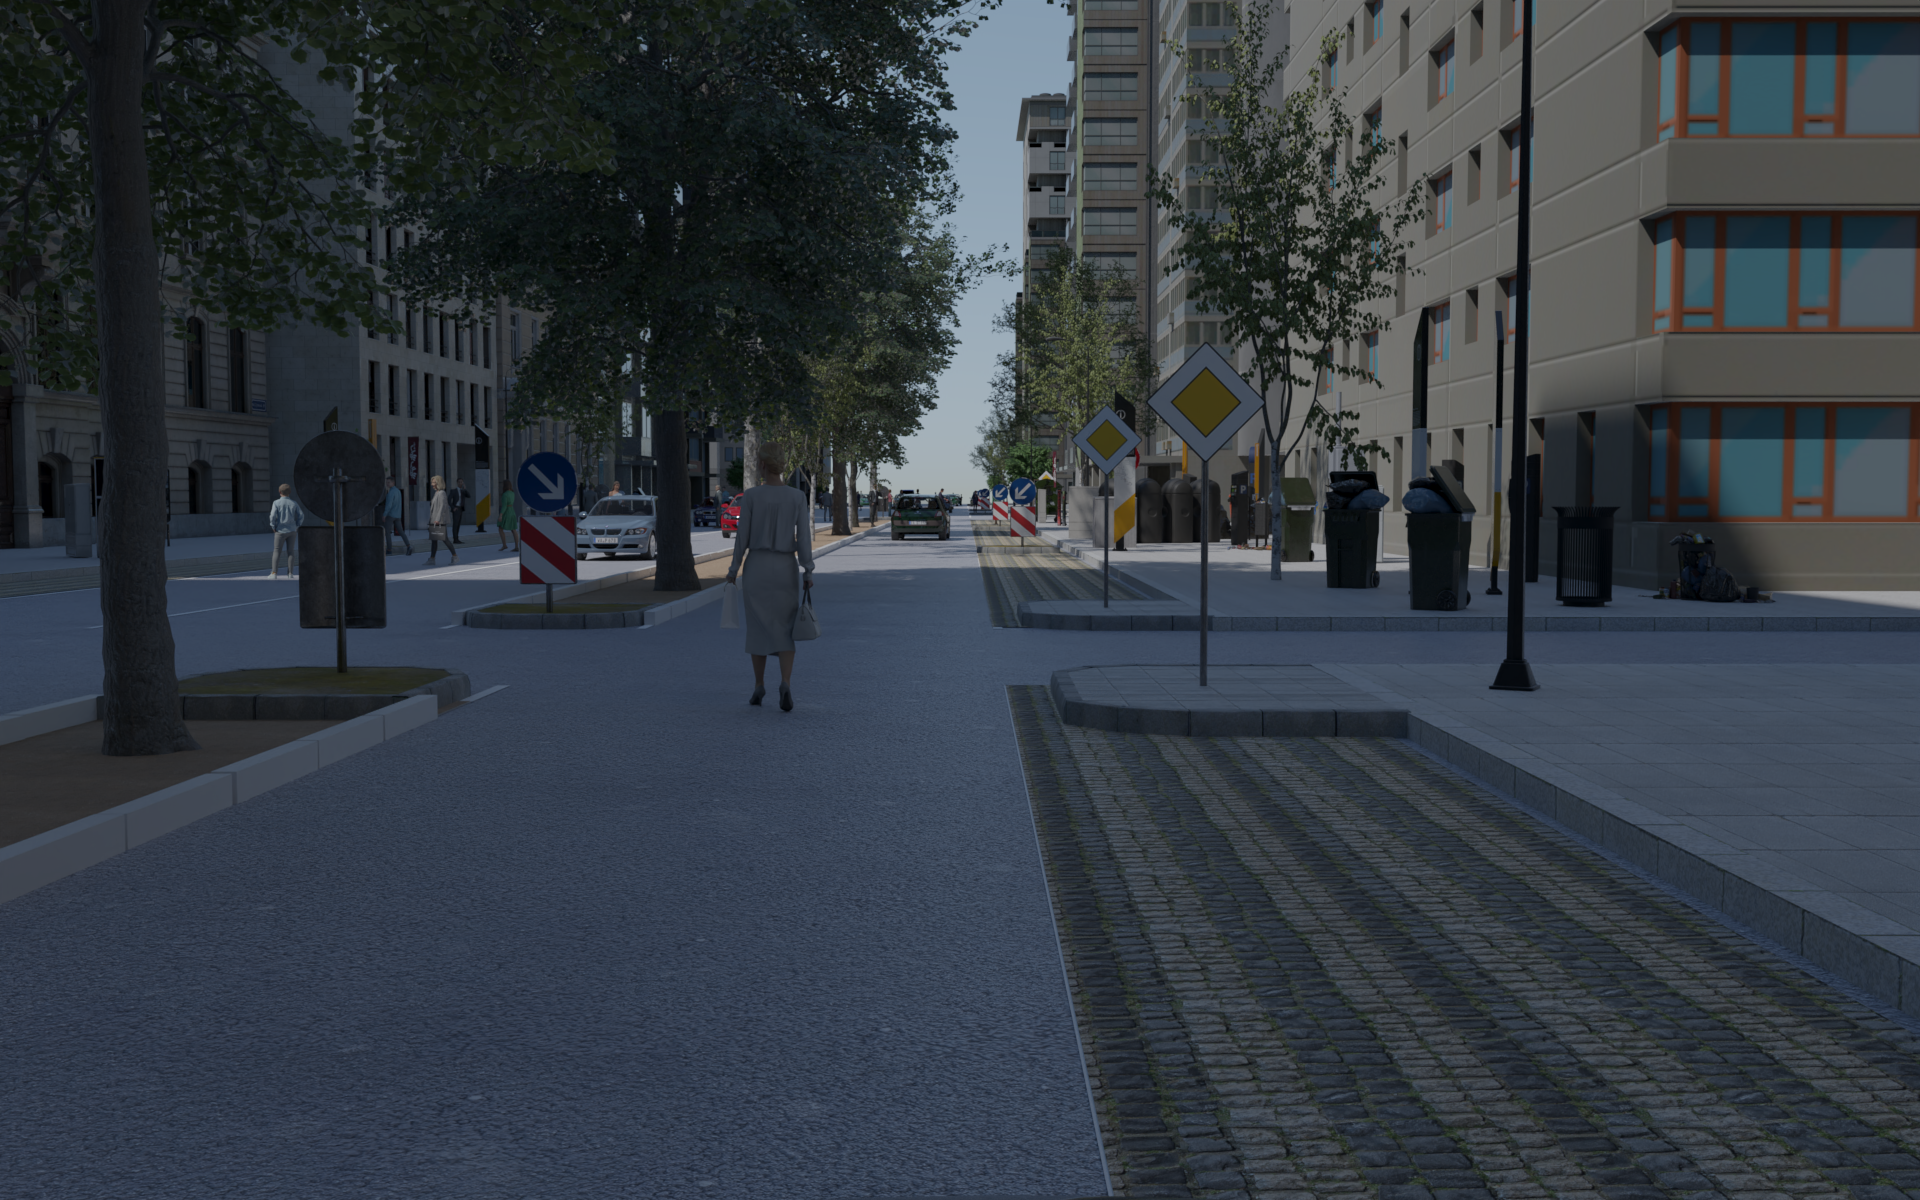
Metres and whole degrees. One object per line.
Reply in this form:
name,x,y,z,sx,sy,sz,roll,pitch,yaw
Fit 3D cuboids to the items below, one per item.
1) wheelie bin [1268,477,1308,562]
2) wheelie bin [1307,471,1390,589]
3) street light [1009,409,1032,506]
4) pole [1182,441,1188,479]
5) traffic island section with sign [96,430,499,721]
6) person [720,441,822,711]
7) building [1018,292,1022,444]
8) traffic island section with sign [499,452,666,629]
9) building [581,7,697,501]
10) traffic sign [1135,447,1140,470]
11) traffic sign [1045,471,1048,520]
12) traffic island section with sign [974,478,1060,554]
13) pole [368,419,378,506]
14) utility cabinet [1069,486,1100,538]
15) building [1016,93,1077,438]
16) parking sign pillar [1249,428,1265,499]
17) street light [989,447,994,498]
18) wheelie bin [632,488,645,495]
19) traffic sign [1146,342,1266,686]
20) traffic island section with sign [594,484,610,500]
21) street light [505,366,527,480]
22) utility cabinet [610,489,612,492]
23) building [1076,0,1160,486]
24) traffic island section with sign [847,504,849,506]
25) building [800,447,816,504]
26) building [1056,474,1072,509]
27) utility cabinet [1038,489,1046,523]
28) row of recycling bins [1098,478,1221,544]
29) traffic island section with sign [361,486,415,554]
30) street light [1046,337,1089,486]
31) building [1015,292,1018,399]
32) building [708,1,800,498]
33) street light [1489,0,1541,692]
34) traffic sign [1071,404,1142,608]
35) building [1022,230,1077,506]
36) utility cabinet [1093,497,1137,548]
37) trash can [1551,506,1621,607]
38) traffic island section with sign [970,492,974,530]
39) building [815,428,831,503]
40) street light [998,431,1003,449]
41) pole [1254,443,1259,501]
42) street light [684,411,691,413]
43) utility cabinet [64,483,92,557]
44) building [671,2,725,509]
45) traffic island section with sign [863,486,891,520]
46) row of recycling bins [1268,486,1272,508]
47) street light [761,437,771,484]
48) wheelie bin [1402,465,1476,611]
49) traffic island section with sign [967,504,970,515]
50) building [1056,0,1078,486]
wheelie bin,6.259,-1.518,32.735,0.980,1.594,0.693,-1,4,-18
wheelie bin,5.383,-0.965,23.679,0.980,1.594,0.693,2,4,31
street light,3.337,-7.440,94.178,1.470,5.913,1.316,0,4,0
pole,7.962,-4.127,61.313,0.158,3.312,0.155,0,3,0
traffic island section with sign,-4.460,-0.227,11.856,2.006,1.907,1.989,0,4,0
person,-1.280,-0.163,11.516,0.694,1.780,0.624,0,4,2
building,14.485,-26.509,205.127,14.160,30.474,14.107,0,4,0
traffic island section with sign,-4.429,-0.681,19.263,2.006,1.907,1.989,0,4,0
building,-30.078,-29.994,110.003,23.786,49.044,30.456,0,4,0
traffic sign,4.120,-2.642,43.305,0.768,2.556,0.104,0,4,6
traffic sign,4.271,-5.170,85.714,0.795,2.450,0.064,1,4,9
traffic island section with sign,1.401,-2.062,42.335,1.989,1.847,2.006,0,4,0
pole,-15.960,-3.259,47.131,0.158,3.312,0.155,0,3,0
utility cabinet,3.705,-2.490,49.391,1.173,1.500,0.318,1,4,13
building,21.992,-38.917,225.532,28.713,52.752,27.495,0,4,0
parking sign pillar,12.069,-5.012,70.415,1.447,3.967,1.447,1,4,19
street light,3.495,-12.114,170.600,1.470,5.913,1.316,0,4,0
wheelie bin,-16.237,-4.874,87.597,0.693,1.594,0.980,0,4,1
traffic sign,1.625,-0.482,11.524,0.795,2.450,0.064,0,4,0
traffic island section with sign,-14.290,-3.687,68.910,1.989,1.847,2.006,0,4,0
street light,-15.747,-5.486,62.244,1.470,5.913,1.316,0,4,0
utility cabinet,-16.084,-4.361,79.982,0.318,1.500,1.173,-1,4,-22
building,14.029,-25.797,105.368,14.154,41.232,14.086,0,4,0
traffic island section with sign,-13.856,-13.394,227.627,1.989,1.847,2.006,0,4,0
building,-25.731,-27.208,216.544,14.160,30.474,14.107,0,4,0
building,23.814,-28.346,155.344,32.217,40.220,23.993,0,4,0
utility cabinet,3.635,-4.152,76.570,0.318,1.500,1.173,0,4,0
row of recycling bins,5.269,-2.334,45.272,3.534,1.692,1.069,-2,4,-25
traffic island section with sign,-14.357,-2.038,41.955,1.989,1.847,2.006,0,4,0
street light,3.248,-4.820,51.340,1.470,5.913,1.316,0,4,0
building,14.814,-29.076,247.088,14.160,30.474,14.107,0,4,0
building,-29.971,-39.900,194.362,21.231,58.520,28.212,0,4,0
street light,3.118,-2.368,11.252,1.470,5.913,1.316,0,4,0
traffic sign,1.647,-0.970,19.509,0.795,2.450,0.064,0,4,0
building,14.504,-25.648,191.045,14.160,30.474,14.107,0,4,0
utility cabinet,3.700,-1.851,41.426,1.020,1.237,0.306,-1,4,-10
trash can,7.154,-0.500,19.834,0.748,1.137,0.748,0,3,0
traffic island section with sign,1.489,-3.710,69.290,1.989,1.847,2.006,0,4,0
building,-25.715,-36.348,244.392,14.600,45.320,14.200,0,4,0
street light,3.492,-9.464,127.277,1.470,5.913,1.316,0,4,0
pole,11.884,-4.621,69.396,0.158,3.312,0.155,0,3,0
street light,-15.635,-7.580,96.468,1.470,5.913,1.316,0,4,0
utility cabinet,-17.894,-1.616,35.106,0.318,1.500,1.173,-3,4,-36
building,-31.192,-29.671,139.743,22.147,44.769,28.867,0,4,0
traffic island section with sign,-4.232,-5.276,94.402,2.006,1.907,1.989,0,4,0
row of recycling bins,12.150,-3.136,58.386,3.534,1.692,1.069,1,4,19
street light,-15.447,-10.220,139.633,1.470,5.913,1.316,0,4,0
wheelie bin,5.304,-0.693,19.237,0.693,1.594,0.980,2,4,30
traffic island section with sign,1.625,-6.756,119.086,1.989,1.847,2.006,0,4,0
building,19.368,-31.054,127.344,23.786,49.044,30.456,0,4,0
